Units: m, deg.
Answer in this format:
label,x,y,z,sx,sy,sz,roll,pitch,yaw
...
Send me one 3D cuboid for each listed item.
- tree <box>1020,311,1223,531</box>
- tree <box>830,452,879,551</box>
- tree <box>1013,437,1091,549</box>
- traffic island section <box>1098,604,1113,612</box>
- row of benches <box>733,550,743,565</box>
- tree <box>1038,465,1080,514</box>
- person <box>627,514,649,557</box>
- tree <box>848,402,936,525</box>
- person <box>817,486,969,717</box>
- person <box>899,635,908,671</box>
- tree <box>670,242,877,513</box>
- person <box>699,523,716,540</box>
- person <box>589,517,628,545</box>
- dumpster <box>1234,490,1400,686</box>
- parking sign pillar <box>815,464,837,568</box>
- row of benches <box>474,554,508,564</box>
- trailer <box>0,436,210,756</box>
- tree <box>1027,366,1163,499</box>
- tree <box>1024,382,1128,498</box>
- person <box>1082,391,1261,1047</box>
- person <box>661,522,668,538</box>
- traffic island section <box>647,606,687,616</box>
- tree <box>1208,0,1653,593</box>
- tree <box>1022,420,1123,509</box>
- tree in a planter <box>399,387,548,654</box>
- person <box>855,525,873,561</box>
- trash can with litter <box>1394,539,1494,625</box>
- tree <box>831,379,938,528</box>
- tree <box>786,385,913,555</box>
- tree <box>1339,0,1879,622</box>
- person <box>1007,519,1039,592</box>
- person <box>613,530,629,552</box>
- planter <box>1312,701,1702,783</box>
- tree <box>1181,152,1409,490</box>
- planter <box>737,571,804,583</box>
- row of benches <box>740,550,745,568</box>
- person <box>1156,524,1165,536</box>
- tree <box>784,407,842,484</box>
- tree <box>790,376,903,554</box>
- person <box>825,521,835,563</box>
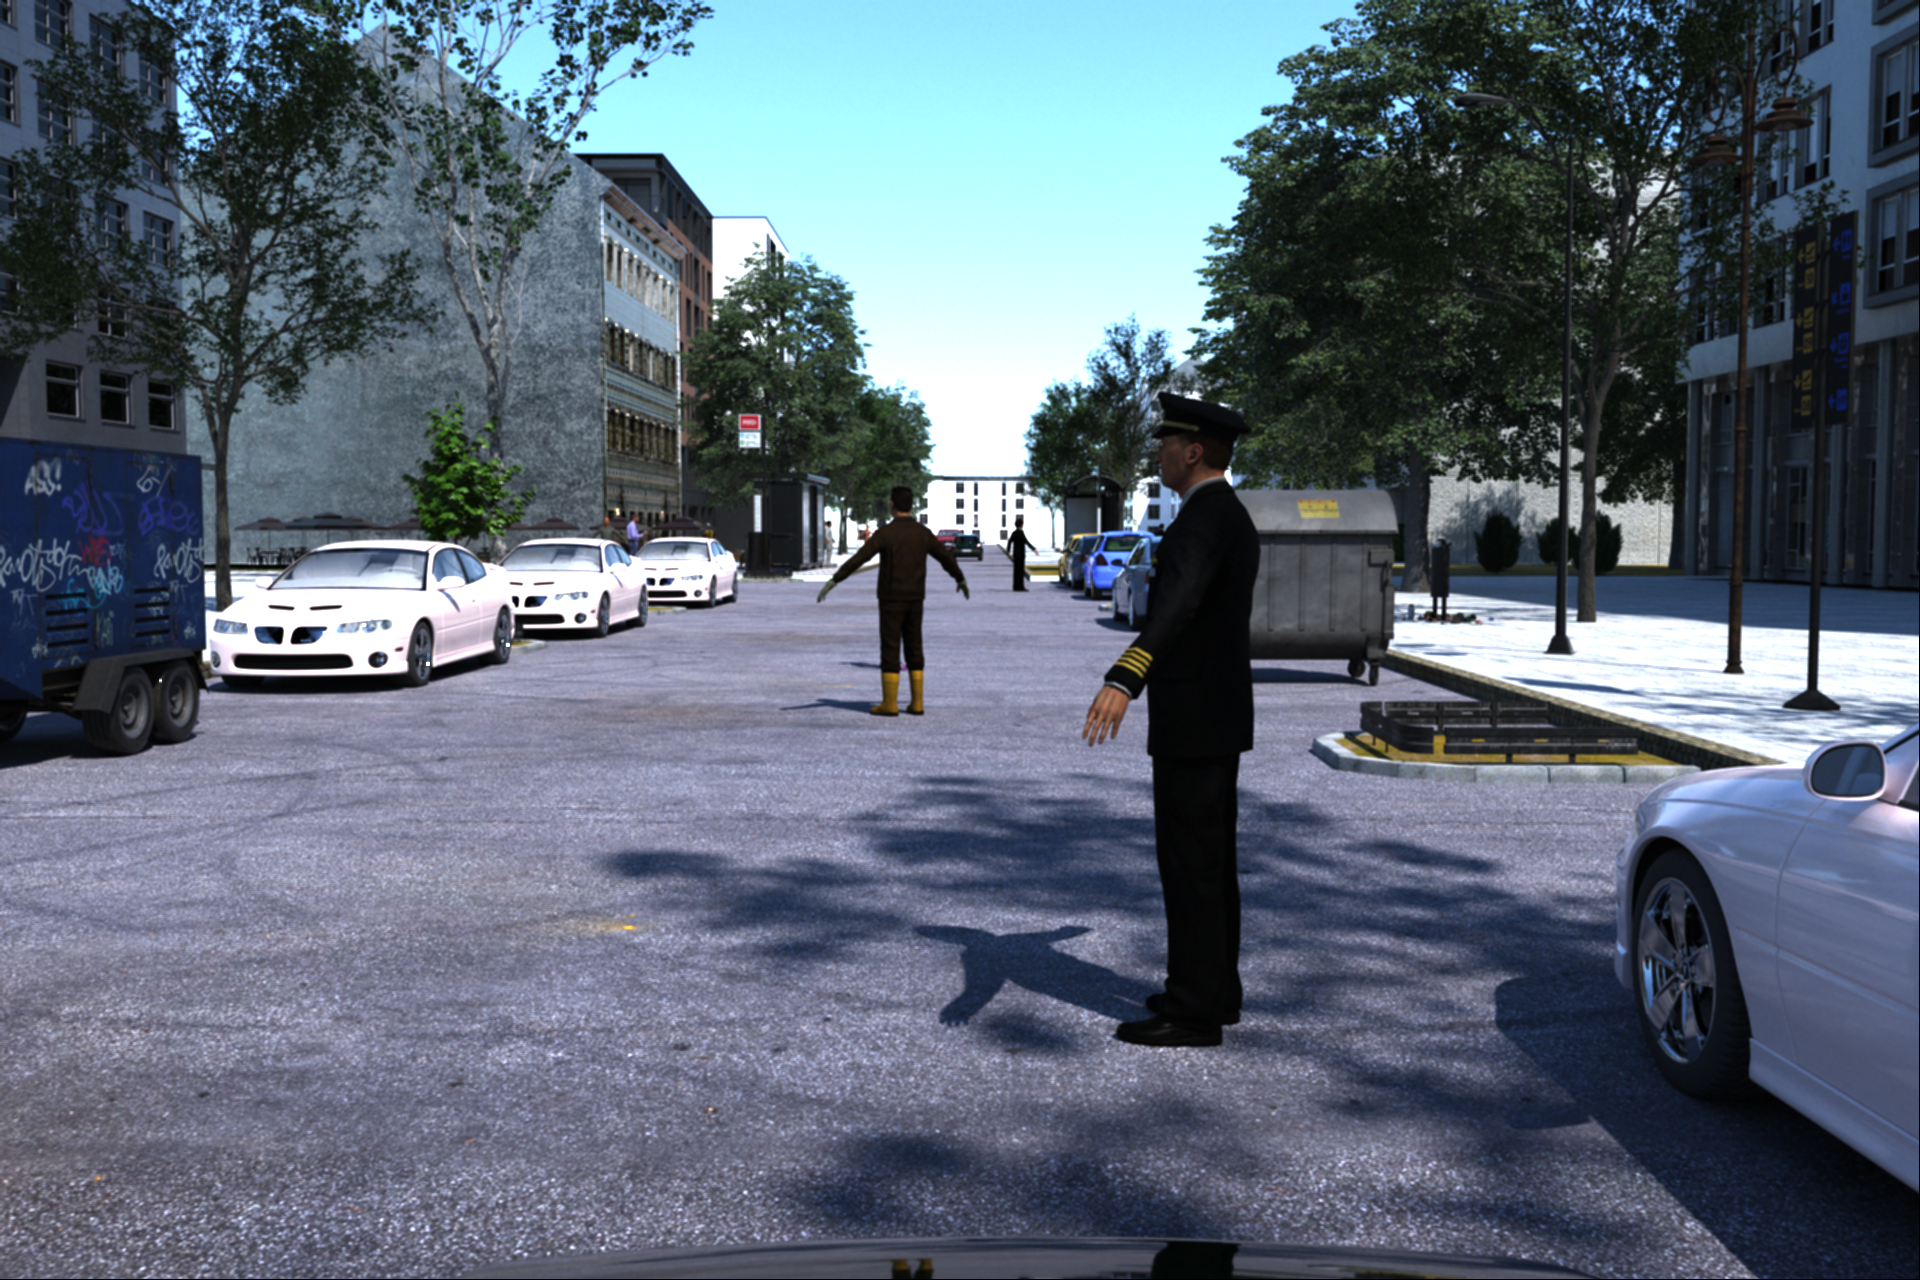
label,x,y,z,sx,sy,sz,roll,pitch,yaw
tree,6.737,-8.505,73.462,8.767,10.594,7.601,0,4,-3
tree,-7.177,-10.551,122.875,4.360,8.622,3.978,0,3,0
tree,8.416,-13.345,152.600,8.767,10.594,7.601,2,4,27
traffic island section,3.627,-0.596,32.618,1.991,0.108,1.994,0,4,1
row of benches,-7.505,-3.434,71.604,4.104,0.672,1.422,2,4,27
tree,8.826,-11.475,137.978,4.360,8.622,3.978,0,3,0
person,-9.050,-2.616,48.684,0.599,1.838,0.709,-1,4,-21
tree,-6.992,-15.334,157.364,9.857,13.997,8.962,0,3,0
person,-0.478,-0.313,13.705,1.346,1.812,0.704,-2,4,-30
person,-0.596,-0.401,18.288,0.599,1.433,0.991,0,4,-3
tree,-8.154,-10.448,77.482,9.857,13.997,8.962,0,3,0
person,-13.205,-5.194,90.683,0.705,1.858,1.354,3,4,37
person,-10.824,-2.865,53.113,1.348,1.796,0.705,-1,4,-10
dumpster,3.211,-0.525,16.804,1.865,1.857,1.264,0,4,0
parking sign pillar,-5.424,-4.751,66.157,1.447,3.967,1.447,0,4,0
row of benches,-15.246,-2.382,54.405,4.104,0.672,1.422,0,4,3
trailer,-6.060,-0.229,10.789,1.471,1.999,3.904,0,4,1
tree,7.769,-9.914,96.507,8.767,10.594,7.601,-2,4,-24
tree,8.187,-11.791,118.538,9.928,11.665,9.643,0,3,0
person,0.655,0.210,4.965,0.705,1.837,1.347,1,4,21
person,-12.290,-4.015,71.863,0.704,1.802,1.346,0,4,-1
traffic island section,-6.030,-0.520,31.367,1.991,0.108,1.994,0,4,2
tree,10.119,-8.020,37.779,9.857,13.997,8.962,0,3,0
tree,8.414,-11.933,129.522,8.767,10.594,7.601,1,4,16
tree in a planter,-6.181,-1.467,21.201,1.991,3.239,1.994,0,4,2
person,-4.379,-4.607,82.128,1.217,1.733,0.721,-1,4,-10
trash can with litter,7.040,-0.878,25.415,1.678,1.210,2.233,0,4,1
tree,-6.678,-14.478,143.371,9.857,13.997,8.962,0,3,0
tree,-7.208,-10.364,103.869,8.767,10.594,7.601,-1,4,-9
tree,8.835,-5.526,24.760,7.601,10.594,8.767,-2,4,-34
person,1.505,-2.118,43.278,0.705,1.806,1.347,-2,4,-31
person,-13.929,-4.031,72.031,1.348,1.813,0.705,-3,5,-42
planter,3.297,0.622,10.963,1.991,0.319,1.994,0,4,1
tree,10.259,-8.159,51.526,7.486,12.596,7.792,0,3,0
planter,-5.743,-1.894,52.109,1.991,0.319,1.994,0,4,1
row of benches,-8.170,-3.138,66.768,1.422,0.672,4.104,0,4,-7
person,9.037,-4.289,76.852,0.721,1.740,1.216,-2,4,-25
tree,-8.095,-8.581,90.661,4.360,8.622,3.978,0,3,0
tree,-7.587,-11.439,112.786,9.928,11.665,9.643,0,3,0
person,-5.111,-3.778,67.950,0.705,1.806,1.347,0,4,6
